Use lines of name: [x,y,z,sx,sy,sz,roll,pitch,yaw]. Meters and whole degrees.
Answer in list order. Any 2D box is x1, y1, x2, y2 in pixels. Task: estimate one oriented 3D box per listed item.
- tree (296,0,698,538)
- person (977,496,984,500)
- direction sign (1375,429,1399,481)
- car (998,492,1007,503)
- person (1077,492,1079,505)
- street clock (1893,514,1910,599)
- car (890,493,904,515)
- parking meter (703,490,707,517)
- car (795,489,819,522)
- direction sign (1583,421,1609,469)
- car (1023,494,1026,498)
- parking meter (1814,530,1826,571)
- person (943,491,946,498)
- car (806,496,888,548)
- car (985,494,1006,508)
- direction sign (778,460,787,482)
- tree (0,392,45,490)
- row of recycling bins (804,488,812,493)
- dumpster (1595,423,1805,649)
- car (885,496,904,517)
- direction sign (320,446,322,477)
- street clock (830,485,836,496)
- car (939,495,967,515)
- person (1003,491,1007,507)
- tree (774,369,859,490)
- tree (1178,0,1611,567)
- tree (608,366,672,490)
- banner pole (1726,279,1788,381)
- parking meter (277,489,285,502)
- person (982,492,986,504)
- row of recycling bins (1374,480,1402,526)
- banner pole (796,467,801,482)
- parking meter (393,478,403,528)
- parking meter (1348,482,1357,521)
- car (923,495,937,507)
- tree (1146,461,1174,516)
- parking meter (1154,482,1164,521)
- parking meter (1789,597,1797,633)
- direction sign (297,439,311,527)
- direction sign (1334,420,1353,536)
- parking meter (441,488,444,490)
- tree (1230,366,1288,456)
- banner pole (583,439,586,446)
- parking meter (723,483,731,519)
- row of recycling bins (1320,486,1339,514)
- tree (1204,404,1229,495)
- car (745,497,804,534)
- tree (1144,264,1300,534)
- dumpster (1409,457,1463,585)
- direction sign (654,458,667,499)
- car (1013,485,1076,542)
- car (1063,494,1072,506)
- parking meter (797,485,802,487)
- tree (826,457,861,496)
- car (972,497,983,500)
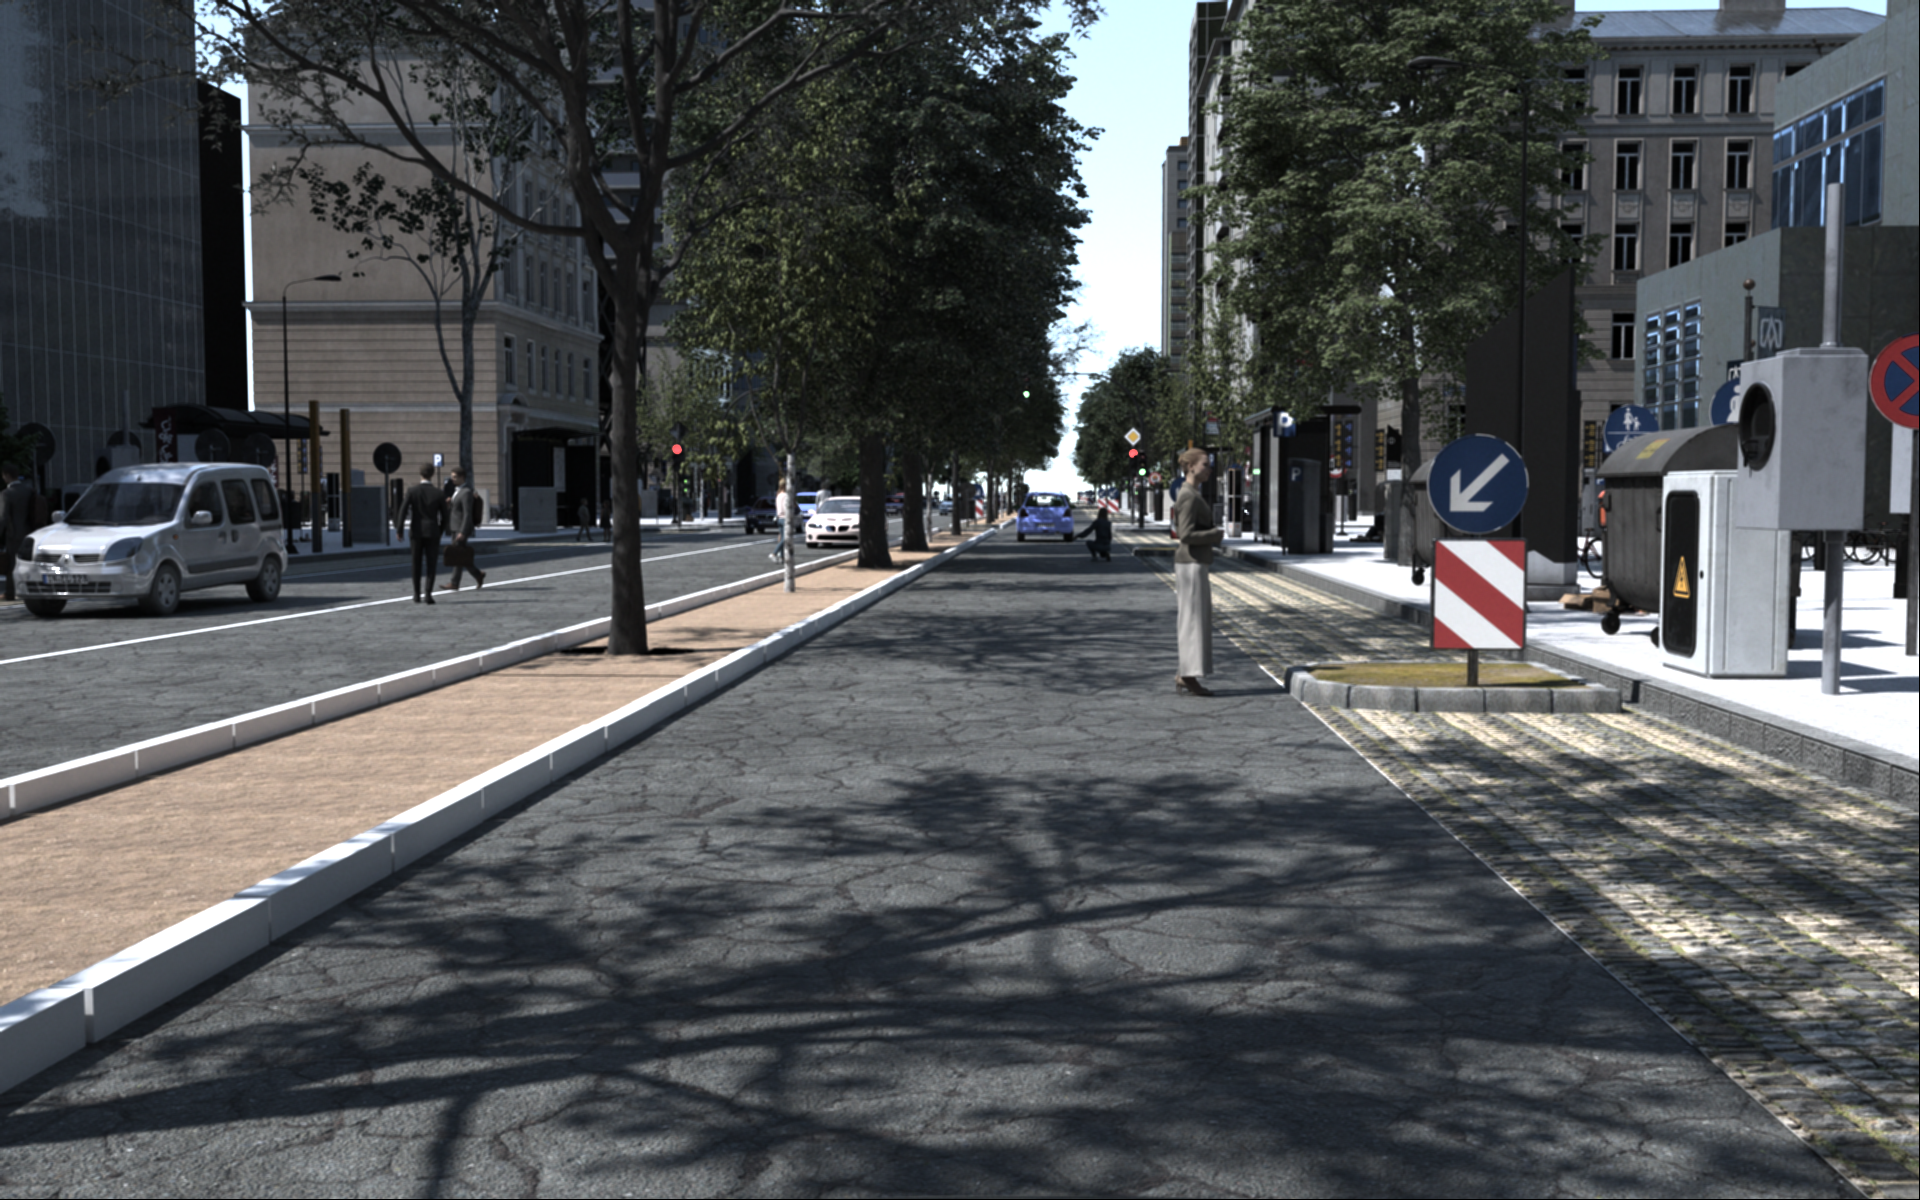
tree: [-13.812,-11.988,51.898,12.611,20.169,13.585,0,3,0]
person: [1.669,-9.497,163.804,1.348,1.821,0.705,0,4,3]
direction sign: [14.894,-4.190,60.496,0.876,3.537,0.379,3,4,37]
car: [6.571,-16.827,283.799,2.281,1.827,5.304,0,4,3]
person: [14.499,-12.382,211.655,0.721,1.736,1.217,0,4,8]
street clock: [11.601,-1.019,21.225,0.358,2.002,0.471,1,4,10]
car: [-3.772,-6.707,118.700,2.155,1.783,4.494,0,4,4]
parking meter: [-14.487,-5.481,98.022,0.372,1.533,0.369,0,3,0]
car: [-6.922,-4.278,79.529,1.945,1.707,3.694,0,4,2]
direction sign: [19.788,-3.774,53.700,0.876,3.537,0.379,1,4,18]
car: [10.966,-16.567,282.875,2.014,1.417,4.499,0,4,1]
parking meter: [14.501,-1.420,28.926,0.399,1.863,0.255,0,4,1]
person: [-1.852,-12.213,208.187,0.705,1.824,1.348,0,4,4]
car: [-3.044,-2.142,47.389,2.083,1.381,4.827,0,4,4]
car: [3.608,-10.271,176.974,2.155,1.783,4.494,0,4,1]
direction sign: [-11.856,-7.572,115.804,0.379,3.537,0.876,-3,5,-45]
tree: [-15.778,-2.064,28.345,1.663,3.219,1.824,0,3,0]
row of recycling bins: [-11.442,-7.003,121.606,1.069,1.692,3.534,-2,4,-31]
dumpster: [6.407,-0.567,15.033,1.264,1.857,1.865,0,4,4]
car: [-4.089,-5.905,109.123,1.945,1.354,3.894,0,4,5]
direction sign: [-30.192,-5.461,81.278,0.876,3.537,0.379,2,4,35]
street clock: [-10.025,-8.073,136.566,0.471,2.002,0.358,3,4,38]
car: [-0.360,-6.452,117.486,2.014,1.417,4.499,0,4,5]
person: [5.143,-11.584,198.621,0.721,1.735,1.217,-1,4,-17]
tree: [-10.241,-12.930,129.528,7.486,12.596,7.792,0,3,0]
tree: [7.582,-6.869,30.439,7.486,12.596,7.792,0,3,0]
tree: [-18.384,-9.136,99.731,4.360,8.622,3.978,0,3,0]
banner pole: [9.395,-1.856,20.367,0.863,3.779,0.401,-2,4,-25]
parking meter: [-32.174,-4.507,82.096,0.372,1.533,0.369,0,3,0]
person: [3.502,-15.023,253.998,0.709,1.838,0.599,0,4,2]
row of recycling bins: [12.591,-2.624,50.009,1.069,1.692,3.534,0,4,5]
banner pole: [-12.735,-8.858,134.852,0.863,3.779,0.401,-1,4,-23]
parking meter: [-21.104,-3.629,65.052,0.255,1.863,0.399,-3,5,-41]
parking meter: [18.790,-4.719,82.861,0.399,1.863,0.255,-3,5,-40]
car: [-3.391,-10.591,185.736,1.945,1.354,3.894,0,4,3]
tree: [11.701,-6.484,100.607,1.663,3.219,1.824,0,3,0]
parking meter: [9.512,-4.714,82.792,0.255,1.863,0.399,-3,5,-41]
parking meter: [7.382,-0.445,15.684,0.372,1.533,0.369,0,3,0]
direction sign: [-25.461,-4.593,67.086,0.379,3.537,0.876,-3,5,-42]
direction sign: [11.802,-3.755,53.386,0.379,3.537,0.876,-2,4,-24]
parking meter: [-19.362,-3.476,65.237,0.372,1.533,0.369,0,3,0]
tree: [18.235,-9.150,99.971,4.360,8.622,3.978,0,3,0]
banner pole: [-17.257,-5.426,78.735,0.863,3.779,0.401,-3,5,-44]
parking meter: [-12.232,-5.213,90.940,0.399,1.863,0.255,-3,5,-40]
row of recycling bins: [18.058,-4.940,87.877,3.534,1.692,1.069,-3,5,-43]
tree: [20.647,-11.409,136.894,4.360,8.622,3.978,0,3,0]
car: [-6.789,-3.112,63.453,1.945,1.354,3.894,0,4,3]
tree: [8.681,-6.421,55.350,4.737,8.622,4.395,0,3,0]
dumpster: [6.903,-1.088,23.553,1.264,1.857,1.865,0,4,3]
direction sign: [-18.837,-7.150,108.899,0.876,3.537,0.379,-3,5,-40]
car: [2.578,-2.646,52.852,1.945,1.707,3.694,0,4,1]
car: [9.631,-9.429,165.968,2.131,1.459,4.920,0,4,5]
parking meter: [-10.651,-6.644,114.342,0.255,1.863,0.399,2,4,30]
tree: [-9.256,-9.621,141.012,4.285,4.588,4.351,0,3,0]
car: [2.034,-12.822,221.636,2.014,1.417,4.499,0,4,2]
